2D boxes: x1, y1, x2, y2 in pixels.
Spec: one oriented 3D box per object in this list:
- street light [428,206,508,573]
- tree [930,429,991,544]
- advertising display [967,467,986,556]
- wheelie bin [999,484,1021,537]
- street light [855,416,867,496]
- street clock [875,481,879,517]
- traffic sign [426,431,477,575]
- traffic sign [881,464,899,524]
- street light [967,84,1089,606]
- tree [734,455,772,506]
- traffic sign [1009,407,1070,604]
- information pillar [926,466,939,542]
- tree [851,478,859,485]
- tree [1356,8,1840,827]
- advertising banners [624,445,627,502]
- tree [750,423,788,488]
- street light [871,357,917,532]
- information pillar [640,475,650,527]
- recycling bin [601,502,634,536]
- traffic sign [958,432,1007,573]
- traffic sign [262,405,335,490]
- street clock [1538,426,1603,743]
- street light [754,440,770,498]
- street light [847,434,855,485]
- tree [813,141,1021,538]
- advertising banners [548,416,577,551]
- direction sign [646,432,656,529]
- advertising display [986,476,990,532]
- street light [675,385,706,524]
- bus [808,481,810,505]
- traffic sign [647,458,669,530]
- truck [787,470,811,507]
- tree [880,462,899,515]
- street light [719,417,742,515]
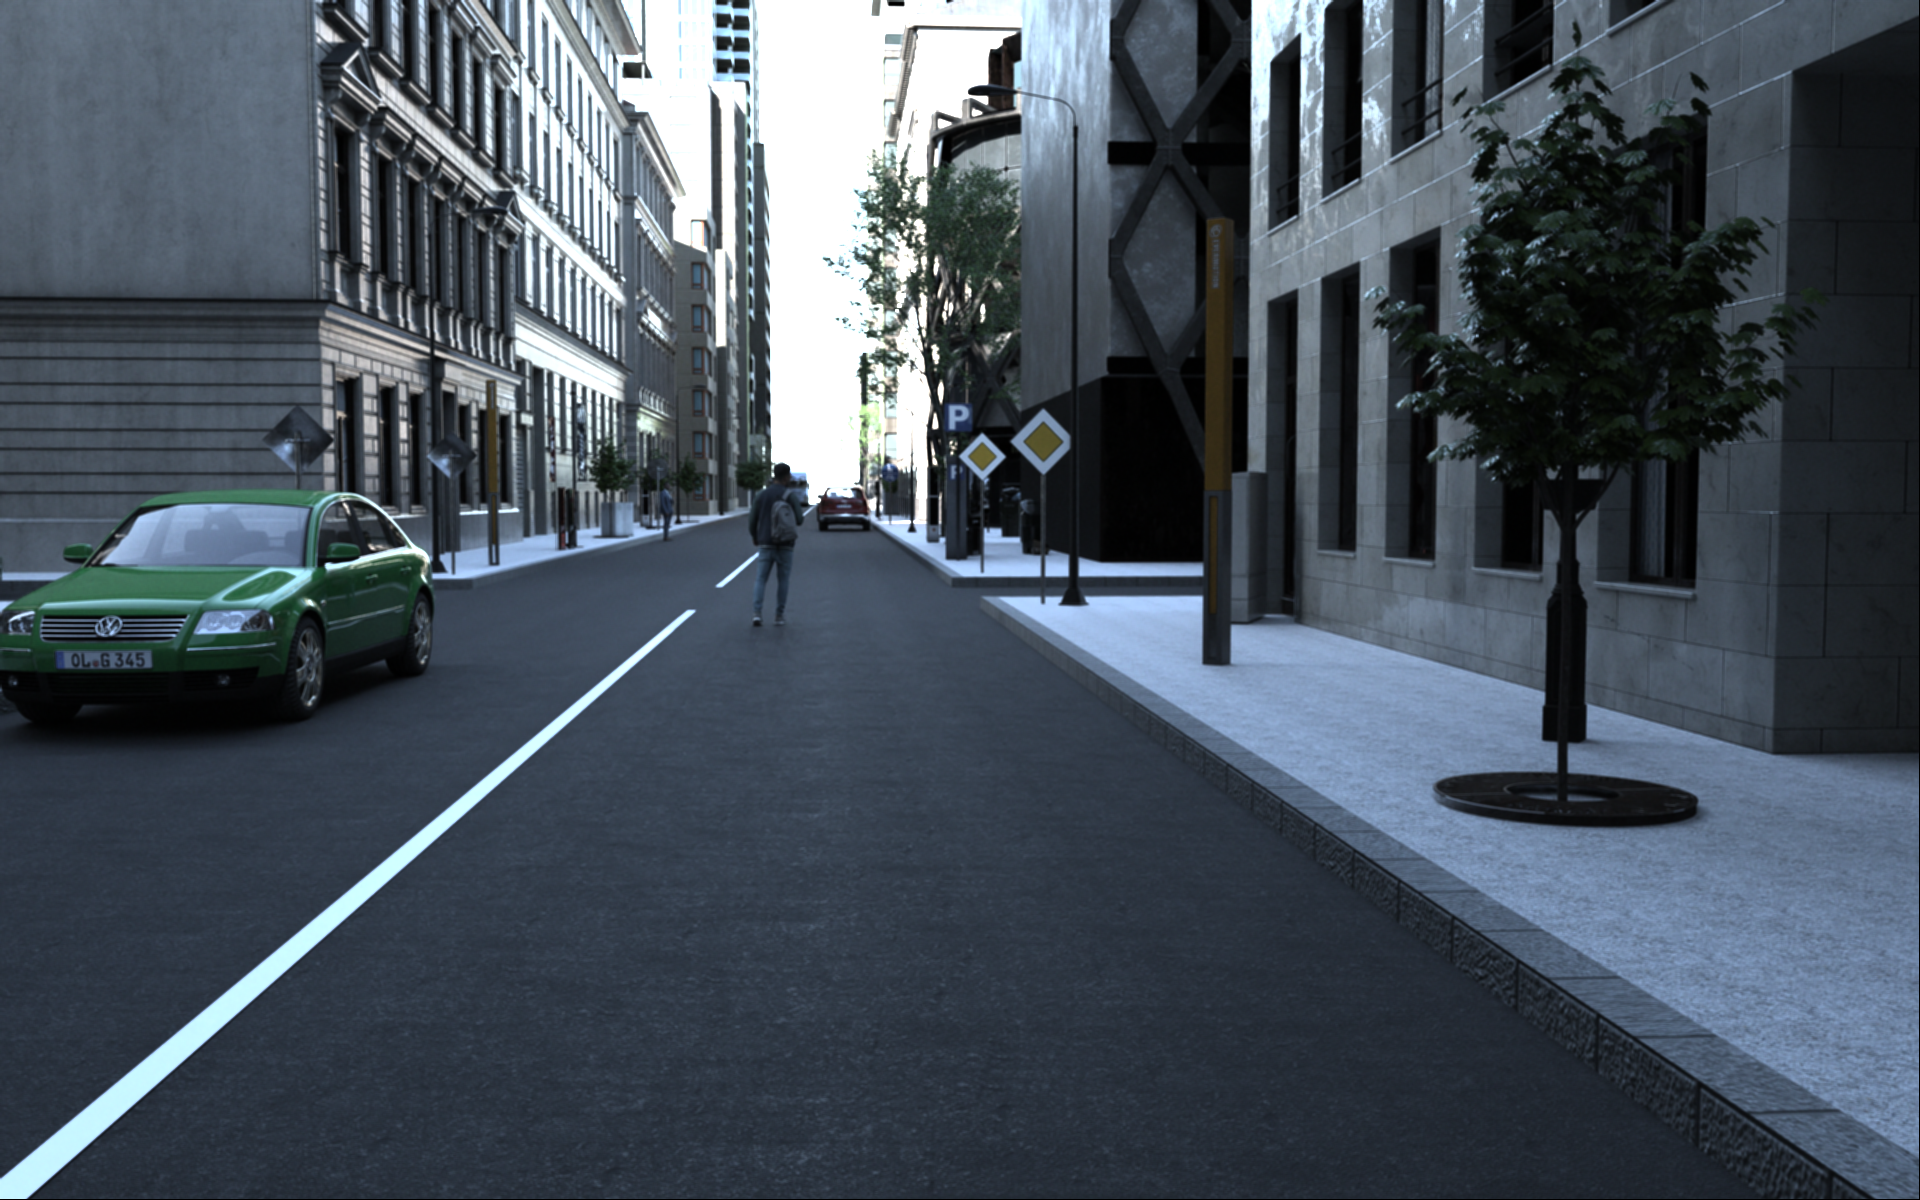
[{"bbox_3d":[-7.998,-3.397,28.085,1.470,5.913,1.316,0,4,-4],"label":"street light"},{"bbox_3d":[-0.026,-3.034,44.209,1.663,3.219,1.824,0,3,0],"label":"tree"},{"bbox_3d":[0.279,-1.886,36.047,0.123,1.923,0.974,1,4,19],"label":"advertising display"},{"bbox_3d":[1.607,-2.697,52.002,0.980,1.594,0.693,1,4,21],"label":"wheelie bin"},{"bbox_3d":[-5.338,-7.950,102.516,1.470,5.913,1.316,0,4,-4],"label":"street light"},{"bbox_3d":[-4.538,-5.542,95.176,0.358,2.002,0.471,0,4,2],"label":"street clock"},{"bbox_3d":[-8.062,-1.460,27.514,0.795,2.450,0.064,0,4,-4],"label":"traffic sign"},{"bbox_3d":[-2.945,-4.463,73.073,0.768,2.556,0.104,0,4,4],"label":"traffic sign"},{"bbox_3d":[0.777,-2.893,19.848,1.470,5.913,1.316,0,4,-4],"label":"street light"},{"bbox_3d":[-17.444,-9.894,145.481,4.285,4.588,4.351,0,3,0],"label":"tree"},{"bbox_3d":[0.965,-1.011,20.170,0.795,2.450,0.064,0,4,-4],"label":"traffic sign"},{"bbox_3d":[-0.719,-2.538,45.996,0.304,2.012,0.304,-1,4,-12],"label":"information pillar"},{"bbox_3d":[-12.416,-12.894,205.412,1.663,3.219,1.824,0,3,0],"label":"tree"},{"bbox_3d":[2.369,-0.760,7.034,1.663,3.219,1.824,0,3,0],"label":"tree"},{"bbox_3d":[-10.651,-3.609,55.193,0.090,3.025,2.074,-1,4,-10],"label":"advertising banners"},{"bbox_3d":[-19.781,-13.946,178.383,4.360,8.622,3.978,0,3,0],"label":"tree"},{"bbox_3d":[-2.145,-5.219,57.868,1.470,5.913,1.316,0,4,-4],"label":"street light"},{"bbox_3d":[-12.391,-3.886,68.035,0.304,2.012,0.304,-2,4,-27],"label":"information pillar"},{"bbox_3d":[-10.411,-2.449,52.601,0.722,1.027,0.722,3,5,42],"label":"recycling bin"},{"bbox_3d":[0.360,-1.498,28.132,0.795,2.450,0.064,0,4,-4],"label":"traffic sign"},{"bbox_3d":[-7.456,-0.973,19.552,0.795,2.450,0.064,0,4,-4],"label":"traffic sign"},{"bbox_3d":[3.153,-0.270,8.978,0.358,2.002,0.471,2,4,30],"label":"street clock"},{"bbox_3d":[-17.194,-10.823,149.493,1.470,5.913,1.316,0,4,-4],"label":"street light"},{"bbox_3d":[-7.822,-9.903,134.458,1.470,5.913,1.316,0,4,-4],"label":"street light"},{"bbox_3d":[-0.505,-7.689,51.476,9.928,11.665,9.643,0,3,0],"label":"tree"},{"bbox_3d":[-9.132,-2.663,39.722,0.090,3.025,2.074,0,4,3],"label":"advertising banners"},{"bbox_3d":[-11.302,-4.357,63.240,0.379,3.537,0.876,-1,4,-12],"label":"direction sign"},{"bbox_3d":[0.531,-3.213,57.743,0.974,1.923,0.123,-1,4,-16],"label":"advertising display"},{"bbox_3d":[-11.480,-6.191,73.759,1.470,5.913,1.316,0,4,-4],"label":"street light"},{"bbox_3d":[-20.371,-13.739,219.484,2.948,3.499,13.247,0,4,-4],"label":"bus"},{"bbox_3d":[-10.754,-3.765,61.667,0.768,2.556,0.104,0,4,-1],"label":"traffic sign"},{"bbox_3d":[-18.641,-12.791,198.884,2.967,4.110,18.799,0,4,-5],"label":"truck"},{"bbox_3d":[-4.221,-6.745,104.884,1.663,3.219,1.824,0,3,0],"label":"tree"},{"bbox_3d":[-13.826,-8.057,104.265,1.470,5.913,1.316,0,4,-4],"label":"street light"}]
